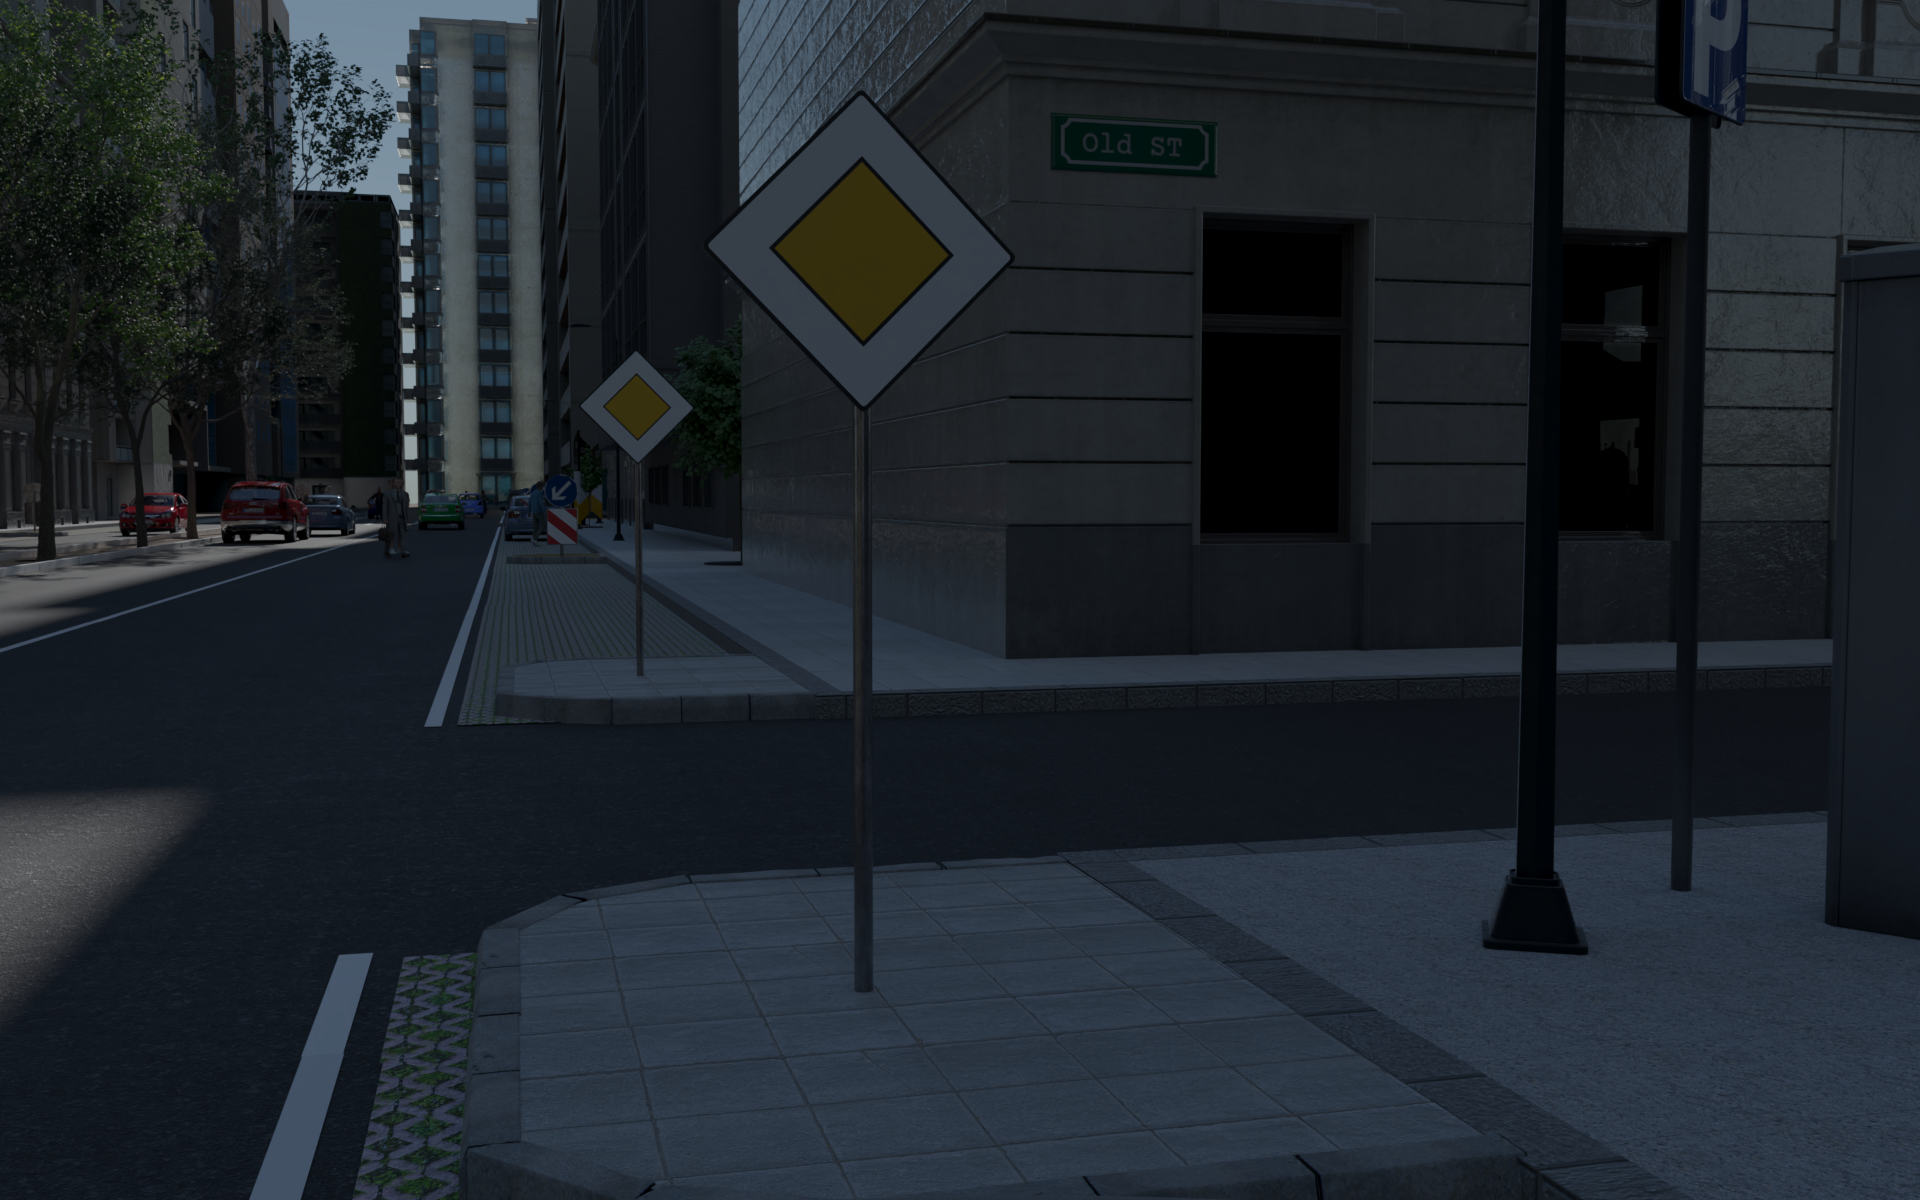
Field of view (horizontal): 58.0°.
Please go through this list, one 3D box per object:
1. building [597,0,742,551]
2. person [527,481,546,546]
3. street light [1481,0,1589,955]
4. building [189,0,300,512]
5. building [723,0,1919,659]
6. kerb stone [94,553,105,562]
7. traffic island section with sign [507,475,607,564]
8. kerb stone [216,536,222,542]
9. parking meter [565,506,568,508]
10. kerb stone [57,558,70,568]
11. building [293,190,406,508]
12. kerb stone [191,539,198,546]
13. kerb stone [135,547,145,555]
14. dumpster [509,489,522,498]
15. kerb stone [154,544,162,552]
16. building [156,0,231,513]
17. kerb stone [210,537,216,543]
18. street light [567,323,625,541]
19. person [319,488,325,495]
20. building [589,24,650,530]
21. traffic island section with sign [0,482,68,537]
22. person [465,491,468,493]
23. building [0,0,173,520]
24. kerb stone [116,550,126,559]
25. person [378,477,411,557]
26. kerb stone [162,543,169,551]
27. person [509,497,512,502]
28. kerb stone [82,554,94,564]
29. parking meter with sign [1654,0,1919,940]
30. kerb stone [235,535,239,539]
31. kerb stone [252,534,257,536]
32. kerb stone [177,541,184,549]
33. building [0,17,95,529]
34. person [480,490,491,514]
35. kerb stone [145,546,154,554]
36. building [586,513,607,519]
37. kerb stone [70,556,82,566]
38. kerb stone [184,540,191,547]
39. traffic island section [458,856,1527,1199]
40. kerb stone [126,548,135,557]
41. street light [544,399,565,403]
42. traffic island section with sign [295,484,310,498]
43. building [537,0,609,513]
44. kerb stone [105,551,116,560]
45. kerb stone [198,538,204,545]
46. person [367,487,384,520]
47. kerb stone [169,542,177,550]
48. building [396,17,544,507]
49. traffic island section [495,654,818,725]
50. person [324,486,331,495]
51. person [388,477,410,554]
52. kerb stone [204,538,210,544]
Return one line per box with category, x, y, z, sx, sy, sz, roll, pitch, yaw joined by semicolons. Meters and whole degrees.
building;-2.906;-15.730;50.691;14.314;27.812;24.014;-1;4;-14
person;-11.542;-2.347;47.223;0.444;1.785;0.601;-3;5;-40
street light;1.122;-1.965;4.671;1.470;5.913;1.316;-1;4;-14
building;-63.942;-30.244;144.596;14.200;45.320;14.600;-1;4;-14
building;19.127;-15.235;25.503;44.131;29.872;17.030;-1;4;-14
kerb stone;-18.333;-0.883;36.677;0.120;0.150;1.000;-1;4;-14
traffic island section with sign;-8.419;-1.677;36.042;1.989;1.847;2.006;-1;4;-14
kerb stone;-22.197;-1.791;51.566;0.120;0.150;1.000;-1;4;-14
parking meter;-17.619;-4.416;77.918;0.255;1.863;0.399;-1;4;-18
kerb stone;-17.565;-0.704;33.698;0.120;0.150;1.000;-1;4;-14
building;-61.522;-24.219;167.676;14.107;30.474;14.160;-1;4;-14
kerb stone;-21.168;-1.552;47.605;0.120;0.150;1.000;-1;4;-14
kerb stone;-19.366;-1.128;40.645;0.120;0.150;1.000;-1;4;-14
dumpster;-37.429;-8.506;147.281;1.865;1.857;1.264;-1;4;-15
kerb stone;-19.882;-1.250;42.631;0.120;0.150;1.000;-1;4;-14
building;-60.275;-31.403;102.673;28.713;52.752;27.495;-1;4;-14
kerb stone;-21.940;-1.736;50.576;0.120;0.150;1.000;-1;4;-14
street light;-9.900;-4.571;47.279;1.470;5.913;1.316;-1;4;-14
person;-33.753;-5.054;91.795;0.551;1.740;0.621;-2;4;-23
building;-8.974;-16.963;74.616;12.463;27.353;25.104;-1;4;-14
traffic island section with sign;-31.288;-3.044;58.393;1.989;1.847;2.006;-1;4;-14
person;-44.435;-8.947;155.576;0.721;1.735;1.217;1;4;12
building;-47.935;-24.537;84.779;14.154;41.232;14.086;-1;4;-14
kerb stone;-18.851;-1.004;38.662;0.120;0.150;1.000;-1;4;-14
person;-12.759;-1.870;39.178;0.694;1.812;0.767;-3;5;-44
kerb stone;-20.147;-1.311;43.629;0.120;0.150;1.000;-1;4;-14
person;-19.368;-3.814;75.145;0.394;1.301;0.425;-1;4;-17
kerb stone;-18.077;-0.825;35.677;0.120;0.150;1.000;-1;4;-14
parking meter with sign;2.942;-0.532;4.963;1.738;3.016;0.543;3;5;43
kerb stone;-23.492;-2.100;56.532;0.120;0.150;1.000;-1;4;-14
kerb stone;-24.267;-2.278;59.500;0.120;0.150;1.000;-1;4;-14
kerb stone;-20.665;-1.432;45.623;0.120;0.150;1.000;-1;4;-14
building;-40.528;-13.268;66.089;9.793;20.994;18.267;-1;4;-14
person;-34.390;-7.096;125.239;0.721;1.735;1.217;2;4;33
kerb stone;-19.617;-1.189;41.644;0.120;0.150;1.000;-1;4;-14
building;-12.648;-29.257;102.047;21.300;48.544;21.600;-1;4;-14
kerb stone;-17.829;-0.764;34.685;0.120;0.150;1.000;-1;4;-14
kerb stone;-20.910;-1.490;46.616;0.120;0.150;1.000;-1;4;-14
traffic island section;-0.231;1.088;4.498;2.009;0.180;2.903;-1;4;-14
kerb stone;-19.115;-1.068;39.654;0.120;0.150;1.000;-1;4;-14
street light;-19.713;-6.892;85.224;1.470;5.913;1.316;-1;4;-14
traffic island section with sign;-31.191;-4.518;82.012;2.006;1.907;1.989;-1;4;-14
building;-25.263;-32.202;150.201;21.300;48.544;21.600;-1;4;-14
kerb stone;-18.590;-0.944;37.667;0.120;0.150;1.000;-1;4;-14
kerb stone;-21.431;-1.615;48.593;0.120;0.150;1.000;-1;4;-14
person;-32.060;-5.328;95.640;1.348;1.821;0.705;-1;4;-23
kerb stone;-20.406;-1.371;44.618;0.120;0.150;1.000;-1;4;-14
building;-41.270;-34.138;177.764;30.456;49.044;23.786;-1;4;-14
traffic island section;-2.236;0.615;12.228;2.009;0.180;2.903;-1;4;-14
person;-28.383;-4.219;77.662;0.709;1.800;0.728;3;4;37
person;-13.486;-2.018;41.463;0.573;1.828;0.580;0;4;-1
kerb stone;-21.690;-1.675;49.583;0.120;0.150;1.000;-1;4;-14
